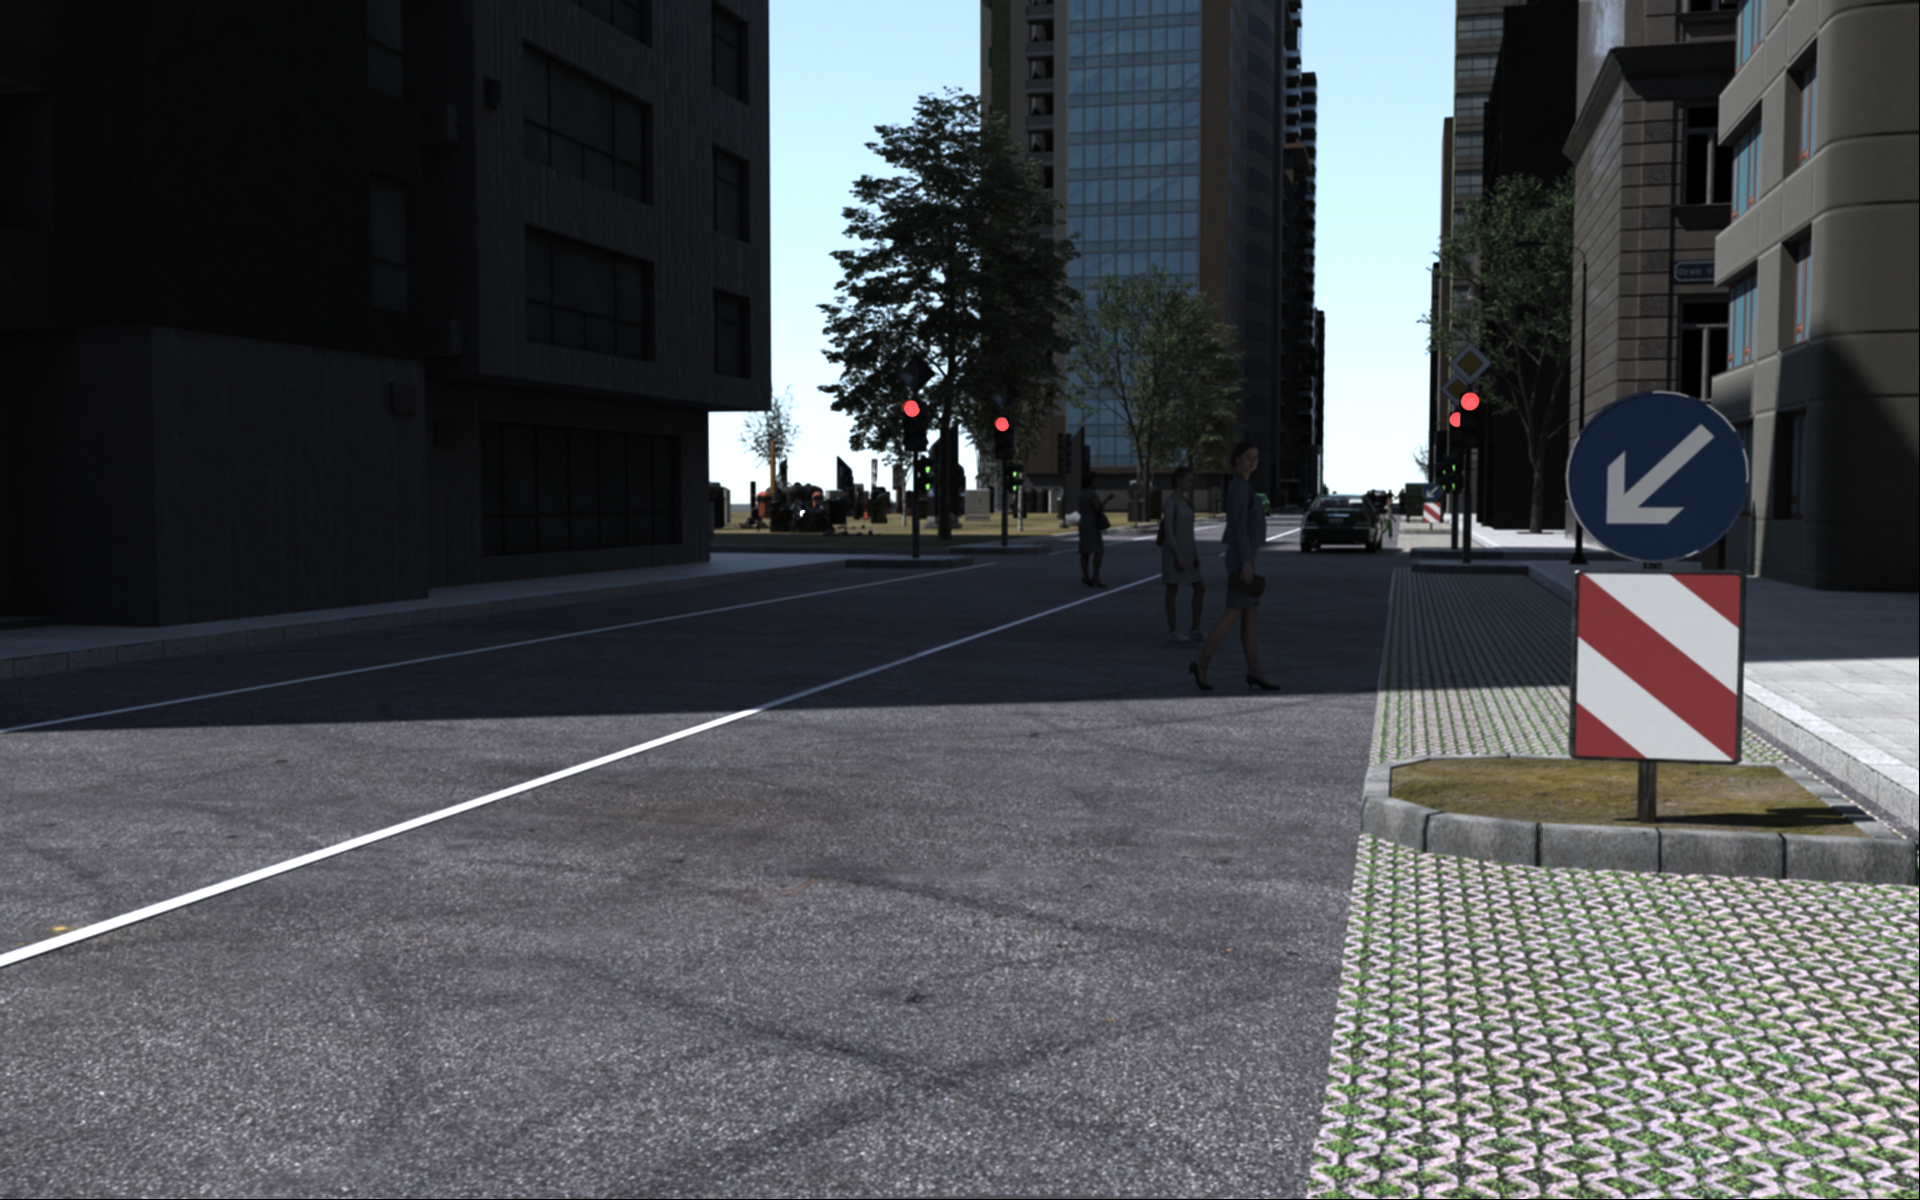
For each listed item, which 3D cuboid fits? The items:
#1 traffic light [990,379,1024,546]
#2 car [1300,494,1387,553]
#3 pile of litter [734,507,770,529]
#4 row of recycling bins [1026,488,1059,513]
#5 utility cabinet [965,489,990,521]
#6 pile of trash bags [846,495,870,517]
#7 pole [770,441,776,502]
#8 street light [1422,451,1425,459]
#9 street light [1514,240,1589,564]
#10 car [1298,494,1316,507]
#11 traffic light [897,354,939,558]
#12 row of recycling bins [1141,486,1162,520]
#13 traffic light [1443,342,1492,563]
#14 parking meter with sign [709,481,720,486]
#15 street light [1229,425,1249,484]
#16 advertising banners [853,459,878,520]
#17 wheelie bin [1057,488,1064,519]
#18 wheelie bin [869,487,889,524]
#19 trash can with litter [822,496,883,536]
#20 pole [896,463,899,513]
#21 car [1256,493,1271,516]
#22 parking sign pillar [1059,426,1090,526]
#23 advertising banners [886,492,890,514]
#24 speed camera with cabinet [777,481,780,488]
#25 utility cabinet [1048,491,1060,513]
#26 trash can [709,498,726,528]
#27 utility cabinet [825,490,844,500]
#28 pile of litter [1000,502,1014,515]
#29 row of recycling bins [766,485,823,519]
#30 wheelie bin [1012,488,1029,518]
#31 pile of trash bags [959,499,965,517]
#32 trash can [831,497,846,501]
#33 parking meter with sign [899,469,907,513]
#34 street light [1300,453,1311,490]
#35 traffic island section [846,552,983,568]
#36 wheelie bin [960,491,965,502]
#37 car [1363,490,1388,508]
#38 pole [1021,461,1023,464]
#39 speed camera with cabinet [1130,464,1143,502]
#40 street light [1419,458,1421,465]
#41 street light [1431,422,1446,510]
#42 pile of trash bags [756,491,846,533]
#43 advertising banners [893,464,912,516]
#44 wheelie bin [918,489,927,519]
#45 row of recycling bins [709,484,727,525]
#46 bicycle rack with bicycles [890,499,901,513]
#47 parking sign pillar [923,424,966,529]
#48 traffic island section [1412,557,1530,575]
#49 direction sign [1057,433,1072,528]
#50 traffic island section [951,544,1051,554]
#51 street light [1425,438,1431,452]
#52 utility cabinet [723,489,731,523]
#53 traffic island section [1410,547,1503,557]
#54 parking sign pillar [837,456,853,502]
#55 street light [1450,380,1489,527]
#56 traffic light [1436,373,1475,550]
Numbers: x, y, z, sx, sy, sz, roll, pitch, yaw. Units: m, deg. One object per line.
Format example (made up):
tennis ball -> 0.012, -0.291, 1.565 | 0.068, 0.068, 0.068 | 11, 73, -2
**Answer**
traffic light -> 1.114, -3.275, 42.475 | 0.839, 4.253, 0.868 | 1, 4, 14
car -> 9.673, -1.955, 43.769 | 2.131, 1.459, 4.920 | 1, 4, 16
pile of litter -> -7.688, -3.098, 64.617 | 1.176, 0.858, 1.719 | -3, 5, -42
row of recycling bins -> 6.047, -6.735, 117.224 | 3.534, 1.692, 1.069 | 2, 4, 26
utility cabinet -> 0.824, -4.470, 81.769 | 1.173, 1.500, 0.318 | 0, 4, 7
pile of trash bags -> -6.045, -5.431, 98.549 | 1.912, 1.369, 3.447 | -2, 4, -33
pole -> -7.160, -4.436, 66.364 | 0.158, 3.312, 0.155 | 0, 3, 0
street light -> 50.545, -13.062, 186.102 | 1.470, 5.913, 1.316 | 1, 4, 14
street light -> 10.832, -3.621, 31.752 | 1.470, 5.913, 1.316 | 1, 4, 14
car -> 34.658, -9.822, 172.589 | 2.014, 1.417, 4.499 | 1, 4, 14
traffic light -> -0.872, -2.802, 34.740 | 0.839, 4.253, 0.868 | 1, 4, 14
row of recycling bins -> 9.731, -4.967, 88.320 | 1.069, 1.692, 3.534 | 0, 4, 4
traffic light -> 9.412, -2.643, 32.127 | 0.839, 4.253, 0.868 | 1, 4, 14
parking meter with sign -> -14.890, -6.660, 105.151 | 0.543, 3.016, 1.738 | 2, 4, 35
street light -> 18.743, -8.828, 116.886 | 1.470, 5.913, 1.316 | 1, 4, 14
advertising banners -> -4.693, -5.502, 86.144 | 0.090, 3.025, 2.074 | -3, 4, -38
wheelie bin -> 5.394, -4.971, 89.179 | 0.693, 1.594, 0.980 | -1, 4, -22
wheelie bin -> -3.539, -4.134, 75.492 | 0.980, 1.594, 0.693 | 1, 4, 22
trash can with litter -> -3.374, -2.606, 53.667 | 2.233, 1.210, 1.678 | -1, 4, -22
pole -> -4.126, -7.376, 114.434 | 0.158, 3.312, 0.155 | 0, 3, 0
car -> 18.607, -6.169, 109.653 | 1.959, 1.807, 4.718 | 1, 4, 16
parking sign pillar -> 4.708, -4.965, 69.657 | 1.447, 3.967, 1.447 | -2, 4, -28
advertising banners -> -4.680, -7.001, 110.655 | 2.074, 3.025, 0.090 | -3, 5, -43
speed camera with cabinet -> -11.751, -7.618, 118.891 | 2.038, 3.252, 0.660 | -3, 5, -39
utility cabinet -> 6.376, -6.422, 113.679 | 1.173, 1.500, 0.318 | -2, 4, -29
trash can -> -9.149, -3.268, 65.078 | 0.748, 1.137, 0.748 | 0, 3, 0
utility cabinet -> -6.469, -4.949, 89.597 | 0.318, 1.500, 1.173 | 2, 4, 34
pile of litter -> 3.126, -5.787, 108.588 | 1.176, 0.858, 1.719 | -1, 4, -11
row of recycling bins -> -8.707, -5.168, 91.607 | 3.534, 1.692, 1.069 | -3, 5, -42
wheelie bin -> 3.251, -5.150, 92.107 | 0.693, 1.594, 0.980 | 3, 5, 39
pile of trash bags -> 0.024, -5.898, 106.176 | 1.912, 1.369, 3.447 | -2, 4, -24
trash can -> -5.947, -4.469, 84.714 | 0.748, 1.137, 0.748 | 0, 3, 0
parking meter with sign -> -4.088, -7.553, 119.747 | 0.543, 3.016, 1.738 | -1, 4, -12
street light -> 39.353, -13.756, 197.445 | 1.470, 5.913, 1.316 | 1, 4, 14
traffic island section -> -0.908, -0.771, 34.884 | 2.009, 0.180, 2.903 | 1, 4, 14
wheelie bin -> 0.377, -6.371, 112.072 | 0.693, 1.594, 0.980 | 0, 4, 2
car -> 36.235, -8.687, 150.701 | 2.281, 1.827, 5.304 | 1, 4, 15
pole -> 3.823, -6.849, 105.824 | 0.158, 3.312, 0.155 | 0, 3, 0
speed camera with cabinet -> 12.072, -7.317, 113.969 | 2.038, 3.252, 0.660 | -3, 5, -42
street light -> 60.281, -15.399, 224.317 | 1.470, 5.913, 1.316 | 1, 4, 14
street light -> 31.446, -8.549, 112.311 | 1.470, 5.913, 1.316 | 1, 4, 14
pile of trash bags -> -5.796, -2.995, 58.722 | 1.912, 1.369, 3.447 | -3, 5, -44
advertising banners -> -2.994, -6.440, 101.489 | 0.090, 3.025, 2.074 | 3, 5, 43
wheelie bin -> -1.937, -4.988, 89.458 | 0.980, 1.594, 0.693 | 0, 4, 1
row of recycling bins -> -10.661, -3.882, 70.587 | 1.069, 1.692, 3.534 | 1, 4, 22
bicycle rack with bicycles -> -4.141, -6.280, 116.065 | 2.925, 0.926, 2.852 | -1, 4, -17
parking sign pillar -> -0.639, -4.635, 64.254 | 1.447, 3.967, 1.447 | 3, 5, 42
traffic island section -> 9.448, -0.609, 32.231 | 2.009, 0.180, 2.903 | 1, 4, 14
direction sign -> 3.921, -4.467, 65.035 | 0.379, 3.537, 0.876 | 3, 4, 38
traffic island section -> 1.077, -1.244, 42.619 | 2.009, 0.180, 2.903 | 1, 4, 14
street light -> 39.208, -10.383, 142.299 | 1.470, 5.913, 1.316 | 1, 4, 14
utility cabinet -> -10.705, -4.149, 76.515 | 1.173, 1.500, 0.318 | 2, 4, 28
traffic island section -> 11.433, -1.082, 39.967 | 2.009, 0.180, 2.903 | 1, 4, 14
parking sign pillar -> -8.078, -8.159, 121.877 | 1.447, 3.967, 1.447 | 3, 4, 39
street light -> 20.302, -5.877, 68.632 | 1.470, 5.913, 1.316 | 1, 4, 14
traffic light -> 11.397, -3.116, 39.862 | 0.839, 4.253, 0.868 | 1, 4, 14
